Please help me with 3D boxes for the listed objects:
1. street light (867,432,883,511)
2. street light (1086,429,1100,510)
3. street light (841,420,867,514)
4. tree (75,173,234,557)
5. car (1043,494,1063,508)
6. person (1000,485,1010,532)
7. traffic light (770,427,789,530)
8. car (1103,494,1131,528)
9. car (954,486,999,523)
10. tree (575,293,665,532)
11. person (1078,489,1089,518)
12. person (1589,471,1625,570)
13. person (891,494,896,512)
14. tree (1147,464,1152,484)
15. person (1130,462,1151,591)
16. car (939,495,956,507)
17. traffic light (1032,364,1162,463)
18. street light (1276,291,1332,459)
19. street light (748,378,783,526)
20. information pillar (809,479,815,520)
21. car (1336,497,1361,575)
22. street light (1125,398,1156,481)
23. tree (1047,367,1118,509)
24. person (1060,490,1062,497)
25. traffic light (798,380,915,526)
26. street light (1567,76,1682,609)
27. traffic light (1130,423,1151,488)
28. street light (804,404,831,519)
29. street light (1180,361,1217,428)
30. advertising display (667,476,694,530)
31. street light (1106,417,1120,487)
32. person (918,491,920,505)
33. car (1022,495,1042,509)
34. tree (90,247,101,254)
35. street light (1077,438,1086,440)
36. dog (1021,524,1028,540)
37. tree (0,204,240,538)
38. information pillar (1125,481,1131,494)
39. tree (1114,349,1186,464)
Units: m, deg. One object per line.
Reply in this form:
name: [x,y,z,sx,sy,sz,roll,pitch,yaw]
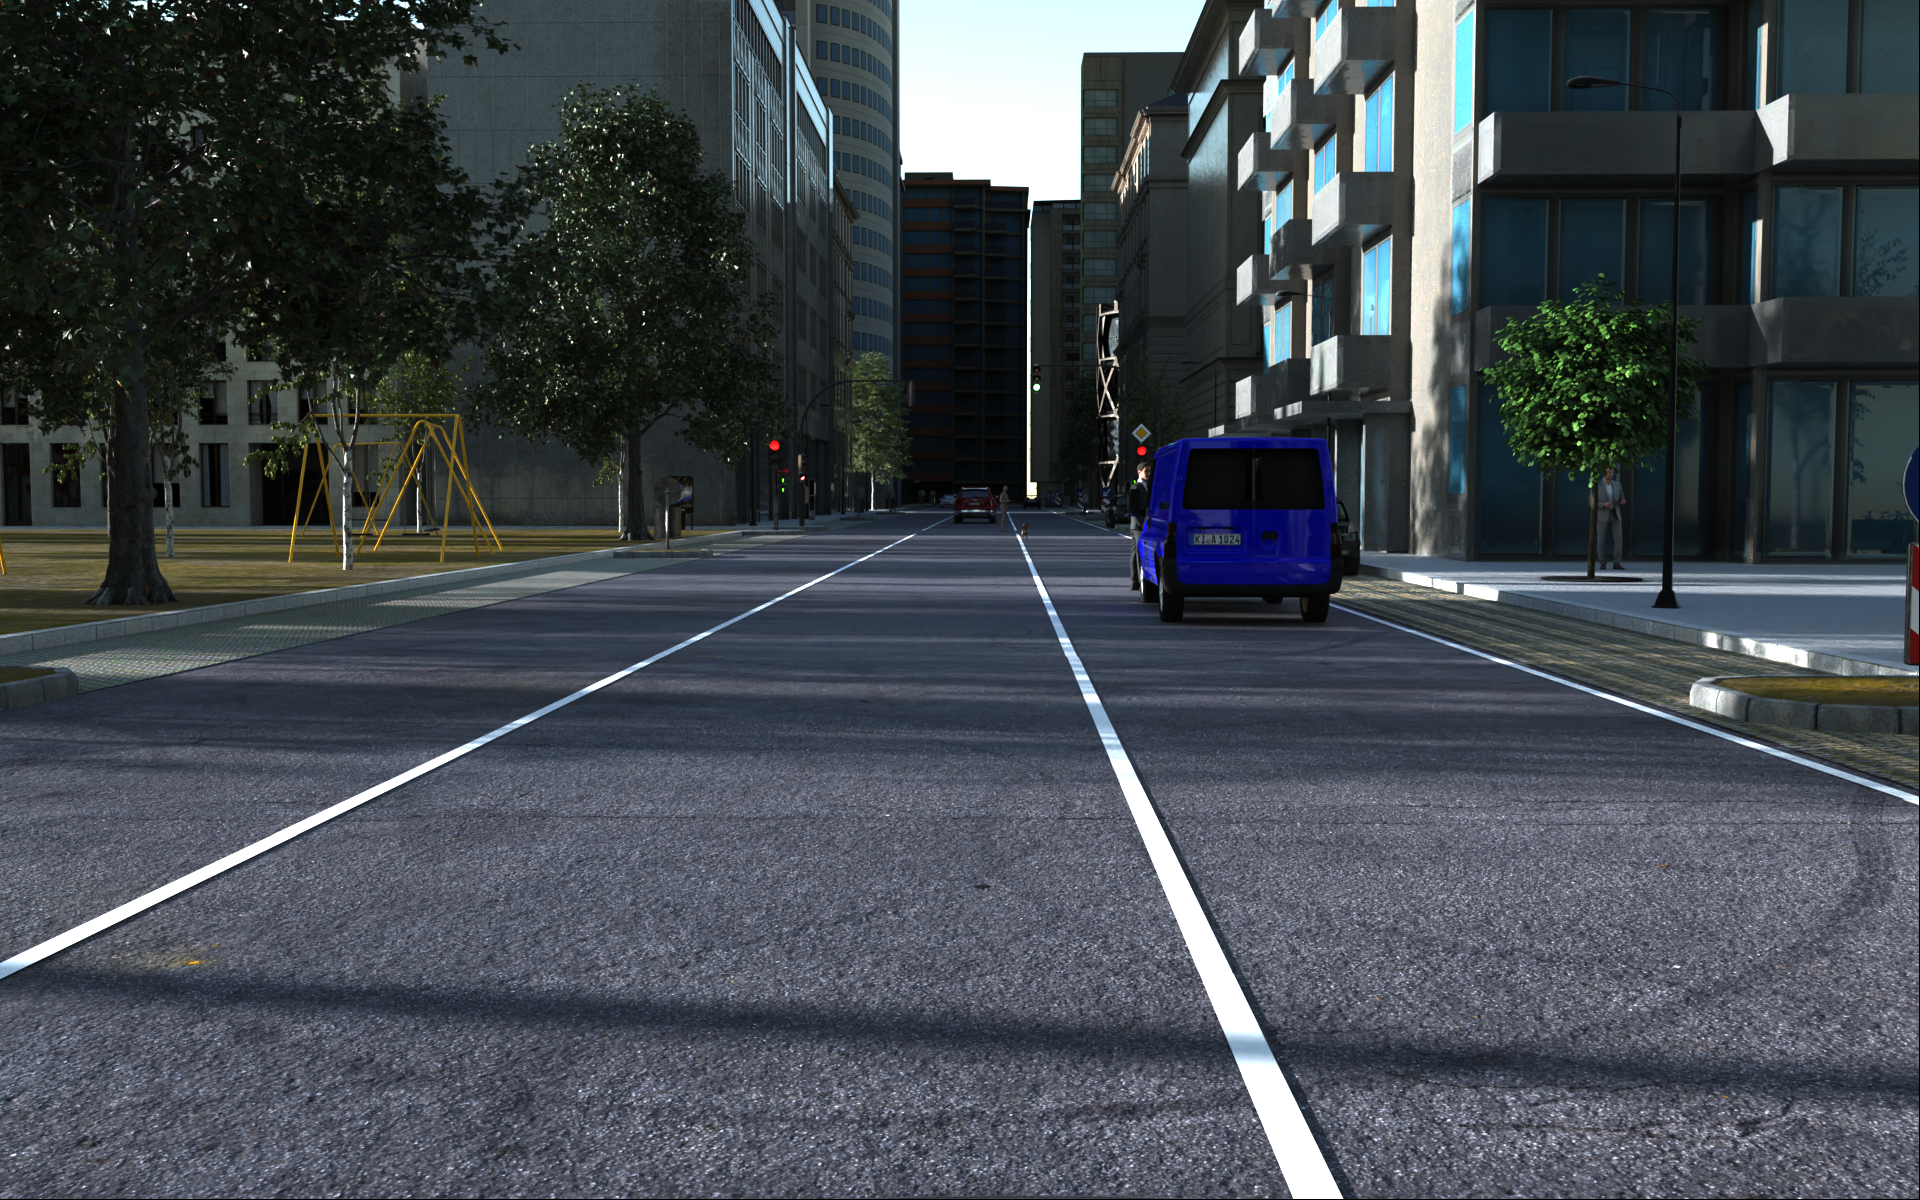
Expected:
street light: [-6.431,-9.589,129.322,1.470,5.913,1.316,0,4,1]
street light: [9.977,-9.258,123.902,1.470,5.913,1.316,0,4,1]
street light: [-6.849,-8.367,109.337,1.470,5.913,1.316,0,4,1]
tree: [-16.260,-5.173,34.940,4.360,8.622,3.978,0,3,0]
car: [9.387,-9.922,174.233,2.014,1.417,4.499,0,4,0]
person: [1.712,-3.490,65.910,0.374,1.781,0.599,2,4,27]
traffic light: [-6.471,-4.411,61.036,0.839,4.253,0.868,0,4,1]
car: [7.125,-3.907,73.663,2.009,1.686,4.222,0,4,2]
car: [0.791,-4.737,86.120,2.281,1.827,5.304,0,4,2]
tree: [-11.709,-6.608,58.407,4.737,8.622,4.395,0,3,0]
person: [7.213,-5.635,101.301,0.598,1.740,0.731,0,4,5]
person: [11.024,-1.416,29.388,0.606,1.804,0.583,0,4,-6]
person: [-4.980,-7.284,128.190,0.593,1.750,0.643,-1,4,-11]
tree: [10.691,-6.028,93.154,1.663,3.219,1.824,0,3,0]
person: [2.751,-1.090,25.678,0.474,1.900,0.648,1,4,10]
car: [-1.177,-10.658,186.614,2.083,1.381,4.827,0,4,2]
traffic light: [4.894,-5.259,60.655,4.771,5.953,1.251,0,4,1]
street light: [7.915,-4.107,39.685,1.470,5.913,1.316,0,4,1]
street light: [-7.790,-5.930,69.494,1.470,5.913,1.316,0,4,1]
information pillar: [-7.392,-5.007,86.350,0.304,2.012,0.304,0,4,-5]
car: [6.174,-1.344,31.766,2.009,1.686,4.222,0,4,2]
street light: [8.906,-6.813,83.933,1.470,5.913,1.316,0,4,1]
tree: [12.402,-14.391,152.298,9.611,12.733,9.660,0,3,0]
person: [12.194,-12.577,212.196,0.721,1.766,1.217,0,4,4]
traffic light: [-4.197,-5.770,69.007,4.771,5.953,1.251,0,4,1]
street light: [7.450,-2.867,19.416,1.470,5.913,1.316,0,4,1]
traffic light: [7.168,-4.881,68.732,0.839,4.253,0.868,0,4,1]
street light: [-7.373,-7.148,89.417,1.470,5.913,1.316,0,4,1]
street light: [8.357,-5.374,60.411,1.470,5.913,1.316,0,4,1]
advertising display: [-10.064,-3.488,62.240,0.974,1.923,0.123,0,4,-2]
street light: [9.453,-8.039,103.982,1.470,5.913,1.316,0,4,1]
person: [-4.970,-12.352,208.795,0.445,1.727,0.742,-1,4,-17]
car: [6.987,-9.549,168.711,1.945,1.354,3.894,0,4,2]
tree: [-20.869,-5.644,42.649,4.737,8.622,4.395,0,3,0]
street light: [10.367,-10.476,143.825,1.470,5.913,1.316,0,4,1]
dog: [2.048,-2.142,54.313,0.406,0.507,0.540,-3,5,-43]
tree: [-24.921,-7.074,50.075,8.767,10.594,7.601,1,4,16]
information pillar: [9.312,-5.606,96.154,0.304,2.012,0.304,0,4,8]
tree: [9.742,-8.365,87.132,4.737,8.622,4.395,0,3,0]
